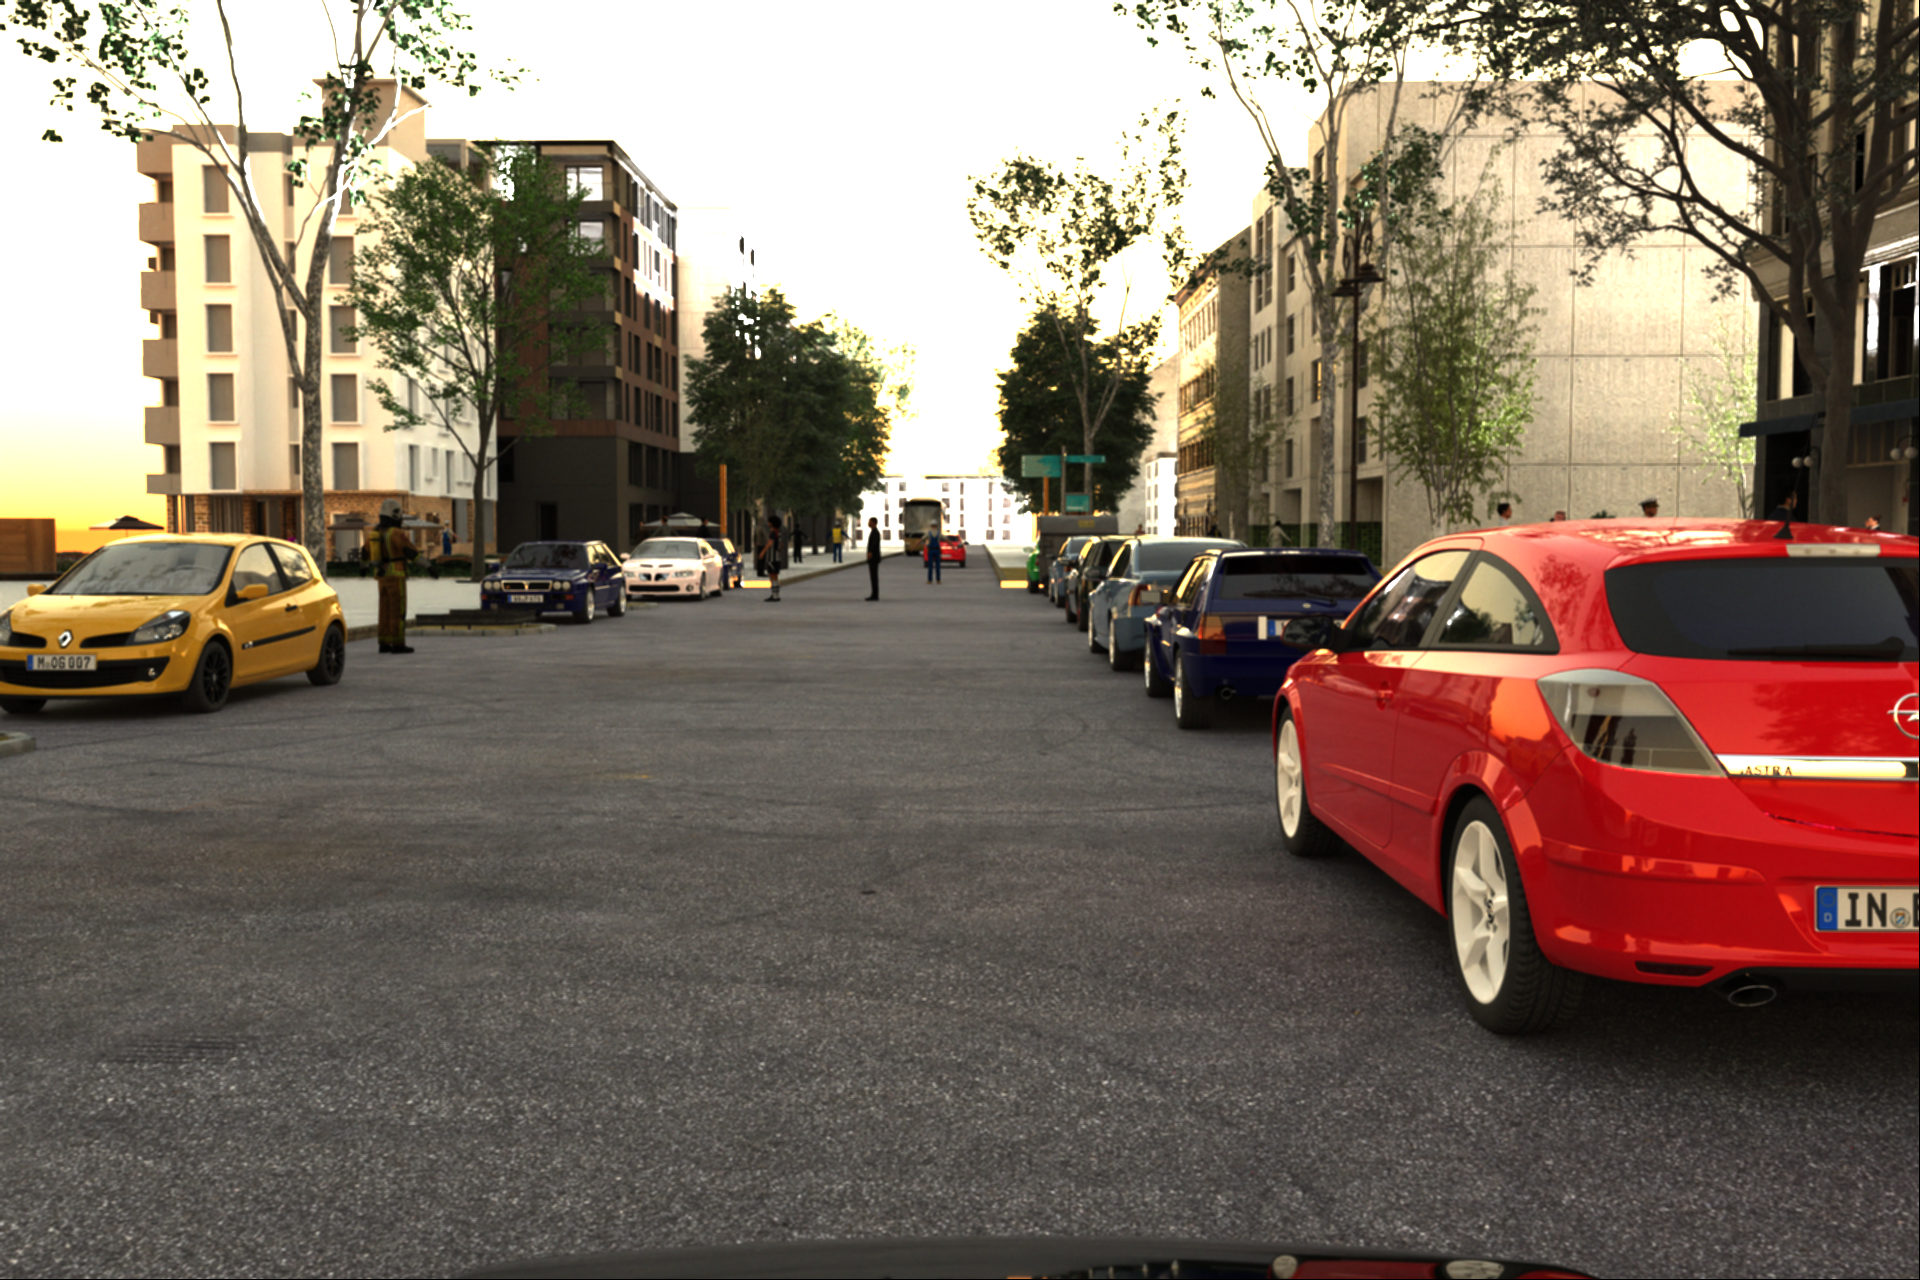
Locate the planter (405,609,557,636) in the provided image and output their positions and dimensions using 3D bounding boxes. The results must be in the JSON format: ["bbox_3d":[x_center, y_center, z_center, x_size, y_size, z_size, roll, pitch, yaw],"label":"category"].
[{"bbox_3d":[-6.985,-0.252,25.256,1.991,0.319,1.994,0,4,1],"label":"planter"}]

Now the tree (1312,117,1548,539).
[{"bbox_3d":[8.708,-4.922,30.840,4.360,8.622,3.978,0,3,0],"label":"tree"}]

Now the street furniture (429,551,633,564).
[{"bbox_3d":[-14.638,-2.961,64.042,10.072,0.657,5.734,-1,4,-13],"label":"street furniture"}]

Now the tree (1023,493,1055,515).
[{"bbox_3d":[6.701,-10.991,130.069,4.737,8.622,4.395,0,3,0],"label":"tree"}]

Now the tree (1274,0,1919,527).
[{"bbox_3d":[8.052,-6.451,15.840,12.009,13.543,11.850,0,3,0],"label":"tree"}]

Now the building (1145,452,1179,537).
[{"bbox_3d":[24.880,-14.391,177.436,9.099,9.664,28.070,0,4,0],"label":"building"}]

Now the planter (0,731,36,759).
[{"bbox_3d":[-7.109,0.622,10.976,1.991,0.319,1.994,0,4,0],"label":"planter"}]

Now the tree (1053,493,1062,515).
[{"bbox_3d":[6.977,-10.039,114.506,4.737,8.622,4.395,0,3,0],"label":"tree"}]

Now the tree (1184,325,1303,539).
[{"bbox_3d":[9.566,-6.770,61.054,4.360,8.622,3.978,0,3,0],"label":"tree"}]

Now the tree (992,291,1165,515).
[{"bbox_3d":[6.133,-11.251,90.607,9.857,13.997,8.962,0,3,0],"label":"tree"}]

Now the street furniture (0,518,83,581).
[{"bbox_3d":[-27.746,-2.664,50.409,9.812,1.723,11.010,-2,4,-31],"label":"street furniture"}]

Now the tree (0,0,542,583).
[{"bbox_3d":[-13.488,-10.870,33.614,12.611,20.169,13.585,0,3,0],"label":"tree"}]

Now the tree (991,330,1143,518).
[{"bbox_3d":[6.329,-12.012,103.047,9.857,13.997,8.962,0,3,0],"label":"tree"}]

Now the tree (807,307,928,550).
[{"bbox_3d":[-8.689,-17.573,143.206,12.611,20.169,13.585,0,3,0],"label":"tree"}]

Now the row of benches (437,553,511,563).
[{"bbox_3d":[-15.206,-2.563,57.374,4.104,0.672,1.422,0,4,3],"label":"row of benches"}]

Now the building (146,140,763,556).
[{"bbox_3d":[-28.159,-16.058,106.531,27.936,21.610,32.646,0,4,1],"label":"building"}]

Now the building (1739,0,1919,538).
[{"bbox_3d":[28.900,-15.789,37.742,16.754,29.471,25.880,0,4,1],"label":"building"}]

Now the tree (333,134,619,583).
[{"bbox_3d":[-12.551,-7.312,45.304,9.928,11.665,9.643,0,3,0],"label":"tree"}]

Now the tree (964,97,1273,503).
[{"bbox_3d":[6.838,-13.400,74.979,12.611,20.169,13.585,0,3,0],"label":"tree"}]

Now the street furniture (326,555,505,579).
[{"bbox_3d":[-17.267,-2.210,51.754,10.072,0.657,5.734,0,4,-4],"label":"street furniture"}]

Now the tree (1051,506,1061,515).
[{"bbox_3d":[6.835,-10.558,122.987,4.737,8.622,4.395,0,3,0],"label":"tree"}]

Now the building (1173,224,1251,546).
[{"bbox_3d":[23.222,-16.605,102.418,19.493,23.208,18.063,0,4,0],"label":"building"}]

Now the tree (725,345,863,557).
[{"bbox_3d":[-9.163,-10.385,95.548,9.928,11.665,9.643,0,3,0],"label":"tree"}]

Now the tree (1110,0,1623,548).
[{"bbox_3d":[9.950,-11.248,39.799,12.611,20.169,13.585,0,3,0],"label":"tree"}]

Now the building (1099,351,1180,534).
[{"bbox_3d":[26.499,-22.925,205.759,19.493,23.208,18.063,0,4,0],"label":"building"}]

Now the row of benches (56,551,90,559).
[{"bbox_3d":[-32.975,-2.942,63.572,1.422,0.672,4.104,0,4,-4],"label":"row of benches"}]

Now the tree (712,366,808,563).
[{"bbox_3d":[-9.407,-7.732,76.778,4.360,8.622,3.978,0,3,0],"label":"tree"}]

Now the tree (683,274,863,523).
[{"bbox_3d":[-9.200,-10.907,84.982,9.857,13.997,8.962,0,3,0],"label":"tree"}]

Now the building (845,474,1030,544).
[{"bbox_3d":[-4.521,-18.261,243.171,28.070,9.664,9.099,1,4,9],"label":"building"}]

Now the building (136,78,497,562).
[{"bbox_3d":[-28.285,-13.270,73.379,16.016,20.090,11.380,0,4,1],"label":"building"}]

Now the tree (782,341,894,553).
[{"bbox_3d":[-8.787,-12.803,115.985,9.857,13.997,8.962,0,3,0],"label":"tree"}]

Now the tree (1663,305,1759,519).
[{"bbox_3d":[25.250,-6.398,54.972,4.360,8.622,3.978,0,3,0],"label":"tree"}]

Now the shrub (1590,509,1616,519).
[{"bbox_3d":[19.126,-2.879,51.491,1.690,2.028,1.600,0,3,0],"label":"shrub"}]

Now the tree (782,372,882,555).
[{"bbox_3d":[-8.774,-11.007,105.724,9.928,11.665,9.643,0,3,0],"label":"tree"}]

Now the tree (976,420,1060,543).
[{"bbox_3d":[6.578,-14.334,144.733,12.009,13.543,11.850,0,3,0],"label":"tree"}]

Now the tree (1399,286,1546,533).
[{"bbox_3d":[15.062,-6.186,51.497,4.737,8.622,4.395,0,3,0],"label":"tree"}]

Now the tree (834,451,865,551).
[{"bbox_3d":[-8.342,-11.095,131.763,4.360,8.622,3.978,0,3,0],"label":"tree"}]

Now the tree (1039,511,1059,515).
[{"bbox_3d":[14.447,-18.966,244.504,7.601,10.594,8.767,0,4,-5],"label":"tree"}]

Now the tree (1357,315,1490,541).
[{"bbox_3d":[15.483,-6.523,57.010,4.737,8.622,4.395,0,3,0],"label":"tree"}]

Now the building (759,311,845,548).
[{"bbox_3d":[-26.653,-20.240,174.898,27.936,21.610,32.646,0,3,0],"label":"building"}]

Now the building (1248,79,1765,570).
[{"bbox_3d":[23.558,-12.831,76.237,16.747,18.905,31.486,0,4,1],"label":"building"}]
